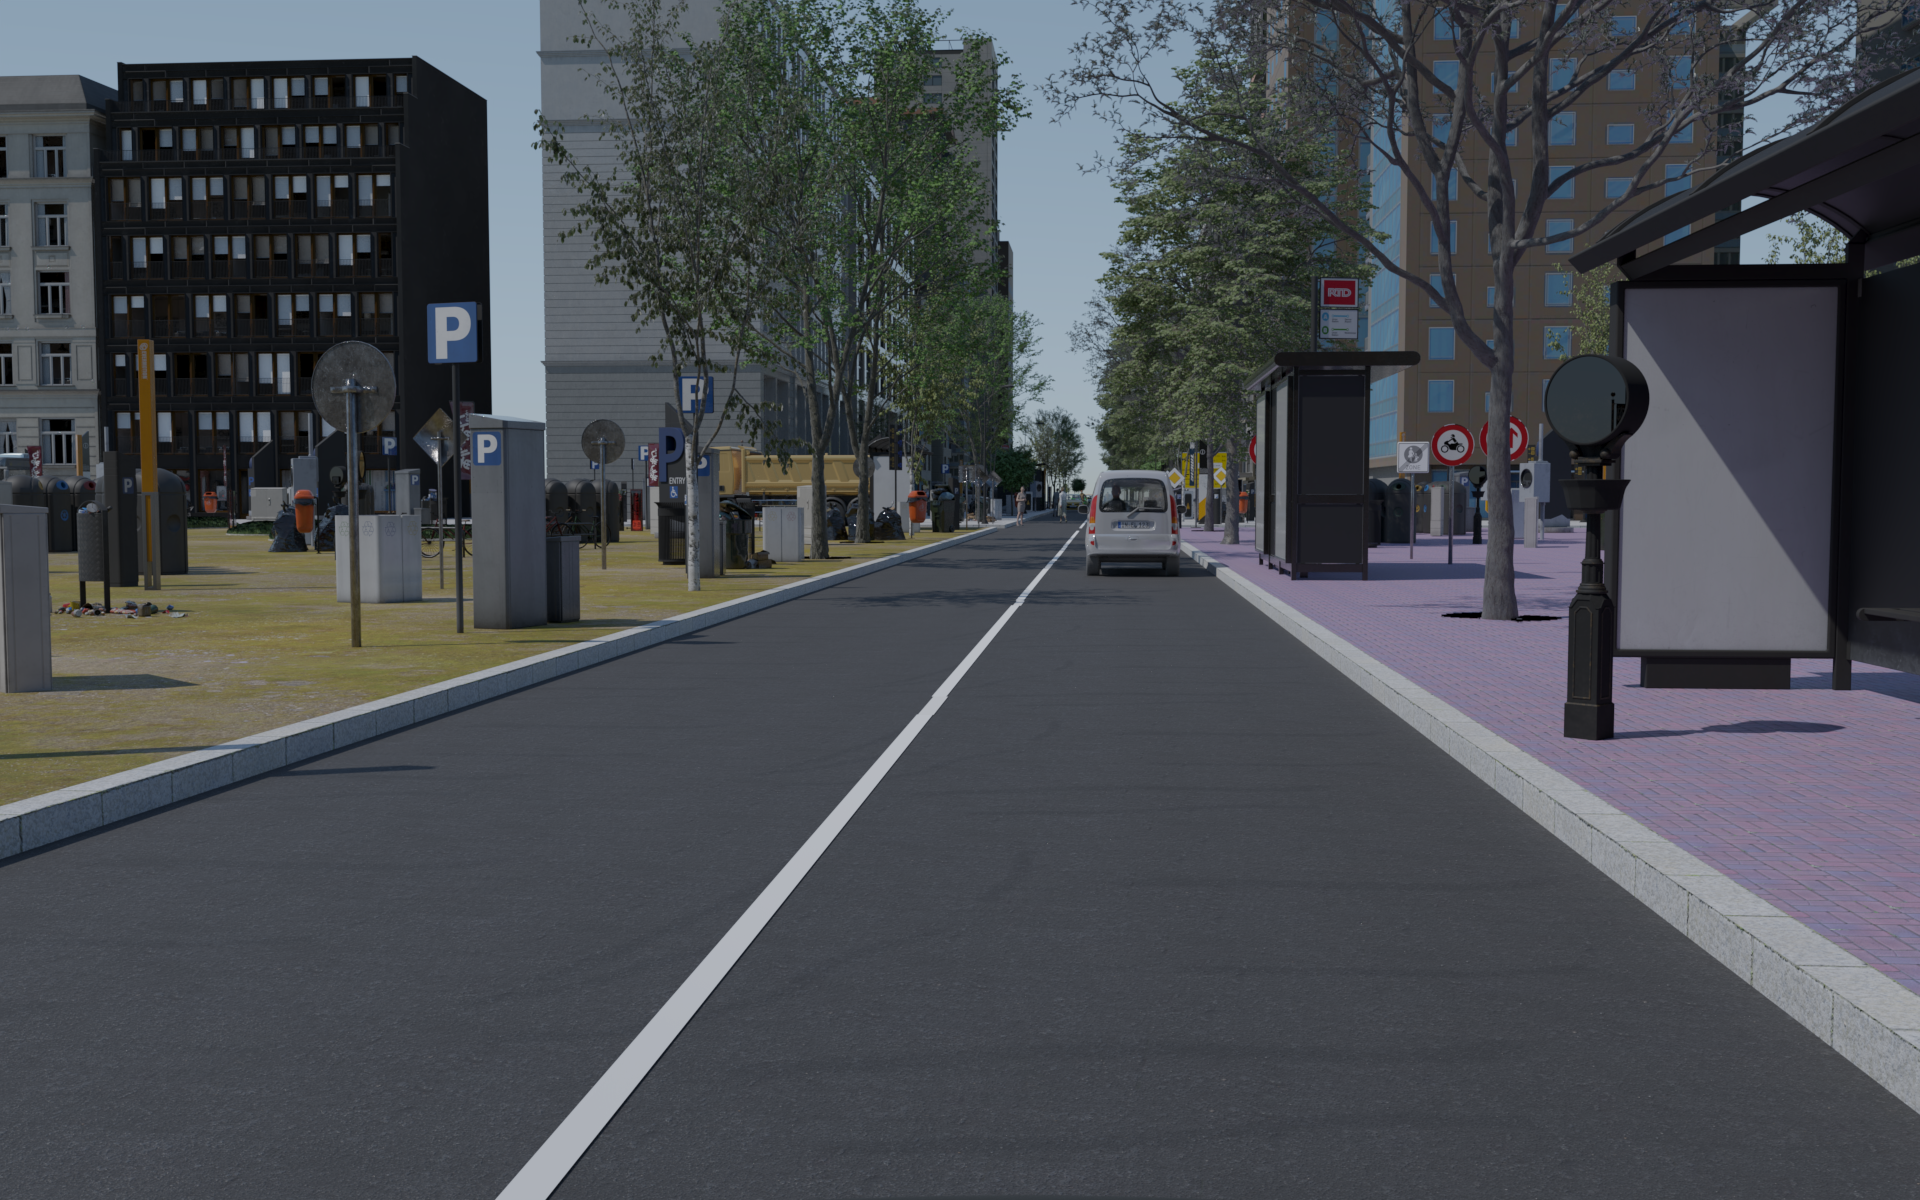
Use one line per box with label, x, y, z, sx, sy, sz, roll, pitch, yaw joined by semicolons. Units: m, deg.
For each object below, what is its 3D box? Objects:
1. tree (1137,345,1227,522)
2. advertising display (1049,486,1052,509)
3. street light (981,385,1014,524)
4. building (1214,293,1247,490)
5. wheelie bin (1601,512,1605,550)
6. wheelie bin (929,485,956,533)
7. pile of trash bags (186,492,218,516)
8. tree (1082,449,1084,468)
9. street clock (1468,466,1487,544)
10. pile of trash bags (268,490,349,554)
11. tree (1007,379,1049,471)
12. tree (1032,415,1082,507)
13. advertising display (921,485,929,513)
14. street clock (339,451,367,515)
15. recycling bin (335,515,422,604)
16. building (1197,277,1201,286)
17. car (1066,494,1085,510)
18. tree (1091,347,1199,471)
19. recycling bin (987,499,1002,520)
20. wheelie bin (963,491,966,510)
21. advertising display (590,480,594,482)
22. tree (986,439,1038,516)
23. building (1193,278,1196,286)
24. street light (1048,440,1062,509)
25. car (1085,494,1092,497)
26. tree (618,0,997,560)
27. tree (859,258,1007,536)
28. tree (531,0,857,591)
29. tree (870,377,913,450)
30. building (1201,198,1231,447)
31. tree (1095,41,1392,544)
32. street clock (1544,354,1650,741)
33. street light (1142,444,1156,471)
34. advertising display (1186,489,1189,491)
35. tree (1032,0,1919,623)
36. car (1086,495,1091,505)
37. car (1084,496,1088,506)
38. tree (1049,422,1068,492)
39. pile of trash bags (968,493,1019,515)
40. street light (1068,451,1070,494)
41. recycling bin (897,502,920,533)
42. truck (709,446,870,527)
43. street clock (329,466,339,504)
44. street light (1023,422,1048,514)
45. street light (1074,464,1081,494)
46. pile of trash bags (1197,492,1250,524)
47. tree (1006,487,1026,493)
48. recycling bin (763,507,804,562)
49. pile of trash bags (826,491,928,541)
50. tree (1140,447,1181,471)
tree;10.448;-7.937;80.136;4.360;8.622;3.978;0;3;0
advertising display;7.555;-8.542;144.879;0.123;1.923;0.974;1;4;11
street light;1.603;-6.193;73.793;1.470;5.913;1.316;0;4;5
building;43.365;-29.137;248.093;14.160;30.474;14.107;0;4;5
wheelie bin;14.804;-1.937;39.579;0.693;1.594;0.980;-1;4;-12
wheelie bin;-0.574;-3.051;57.790;0.980;1.594;0.693;3;5;41
pile of trash bags;-35.118;-4.181;78.119;3.447;1.369;1.912;0;4;5
tree;13.303;-16.236;215.816;4.360;8.622;3.978;0;3;0
street clock;13.270;-2.434;44.373;0.471;2.002;0.358;2;4;34
pile of trash bags;-14.443;-1.759;38.518;1.912;1.369;3.447;-1;4;-17
tree;1.543;-8.851;95.074;4.737;8.622;4.395;0;3;0
tree;8.331;-12.838;160.263;4.360;8.622;3.978;0;3;0
advertising display;-2.378;-6.959;118.997;0.123;1.923;0.974;2;4;27
street clock;-10.116;-1.497;29.054;0.358;2.002;0.471;0;4;-6
recycling bin;-6.929;-0.496;20.661;0.722;1.027;0.722;2;4;25
building;45.913;-38.768;283.967;14.600;45.320;14.200;0;4;5
car;9.121;-7.931;139.891;2.015;1.641;3.980;0;4;3
tree;14.283;-13.620;129.339;9.857;13.997;8.962;0;3;0
recycling bin;1.628;-4.542;86.813;0.722;1.027;0.722;2;4;30
wheelie bin;0.065;-7.923;137.441;0.693;1.594;0.980;-3;5;-41
advertising display;-15.986;-4.392;77.017;0.974;1.923;0.123;-3;5;-39
tree;3.084;-7.220;101.757;4.285;4.588;4.351;0;3;0
building;46.939;-37.594;298.262;14.154;41.232;14.086;0;4;5
street light;8.139;-10.858;150.072;1.470;5.913;1.316;0;4;5
car;16.402;-12.895;221.061;2.015;1.641;3.980;0;4;4
tree;-2.656;-6.621;34.011;9.928;11.665;9.643;0;3;0
tree;-1.258;-6.296;53.300;4.737;8.622;4.395;0;3;0
tree;-3.470;-4.413;22.515;4.360;8.622;3.978;0;3;0
tree;-4.766;-9.303;102.465;4.360;8.622;3.978;0;3;0
building;48.141;-39.269;265.746;21.300;48.544;21.600;0;4;5
tree;7.116;-7.718;44.315;7.486;12.596;7.792;0;3;0
street clock;3.314;-0.275;9.067;0.358;2.002;0.471;-3;5;-42
street light;11.876;-8.399;109.869;1.470;5.913;1.316;0;4;5
advertising display;19.149;-8.569;145.317;0.123;1.923;0.974;-3;5;-39
tree;5.397;-6.543;17.347;12.009;13.543;11.850;0;3;0
car;14.250;-11.305;197.423;1.945;1.354;3.894;0;4;3
car;12.333;-10.429;179.313;1.959;1.807;4.718;0;4;7
tree;7.624;-13.316;168.072;4.737;8.622;4.395;0;3;0
pile of trash bags;2.173;-5.861;105.587;3.447;1.369;1.912;0;4;5
street light;11.351;-13.193;188.252;1.470;5.913;1.316;0;4;5
recycling bin;-1.727;-2.763;57.732;0.722;1.027;0.722;-1;4;-9
truck;-7.381;-4.564;70.543;9.791;3.379;3.469;0;4;5
street clock;-16.101;-2.471;44.971;0.471;2.002;0.358;2;4;23
street light;4.762;-8.546;112.275;1.470;5.913;1.316;0;4;5
street light;15.162;-15.925;232.920;1.470;5.913;1.316;0;4;5
pile of trash bags;11.871;-4.098;76.756;1.912;1.369;3.447;-1;4;-18
tree;3.455;-7.053;109.919;1.663;3.219;1.824;0;3;0
recycling bin;-3.353;-1.247;32.942;0.722;1.027;0.722;0;4;0
pile of trash bags;-2.268;-2.388;48.793;3.447;1.369;1.912;-3;5;-43
tree;13.662;-8.079;115.806;4.285;4.588;4.351;0;3;0
